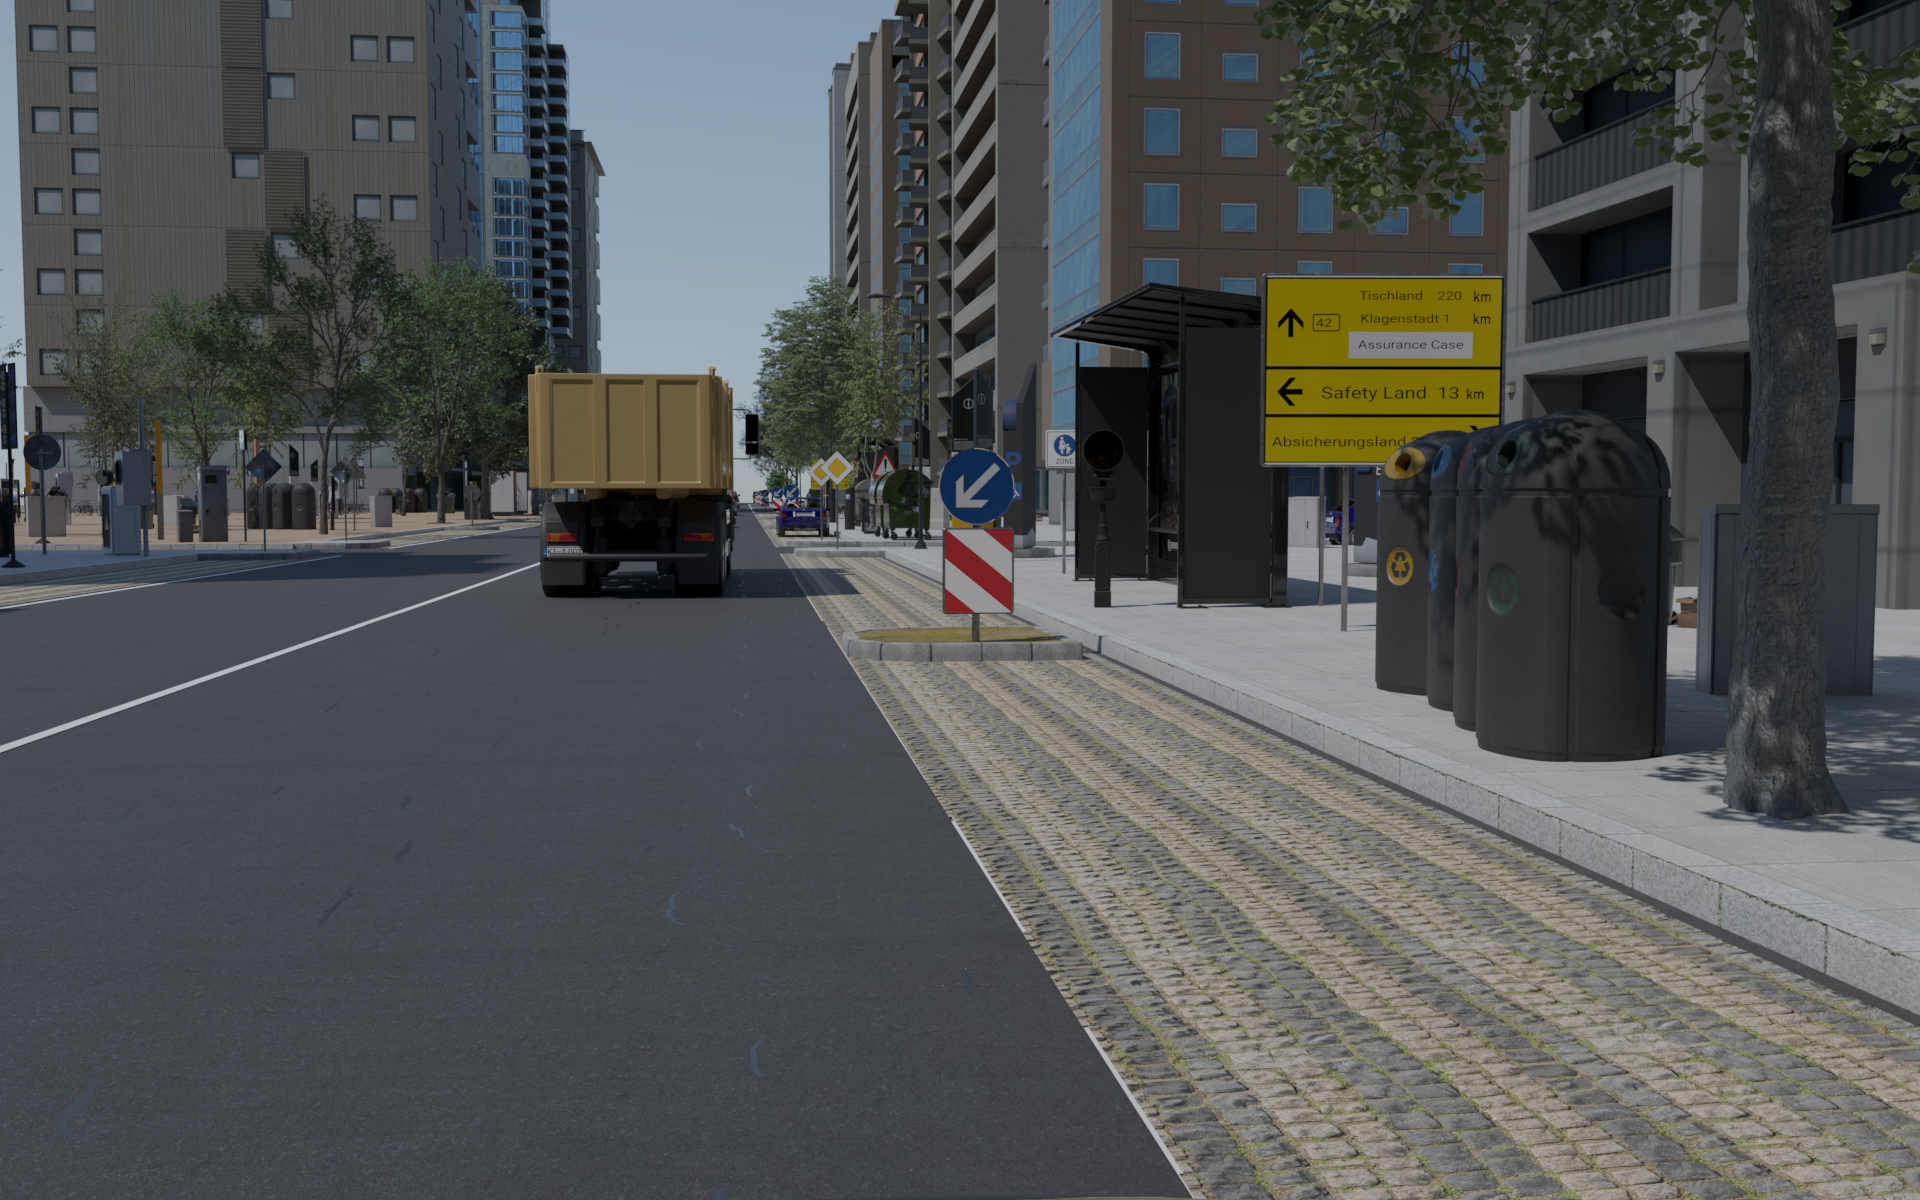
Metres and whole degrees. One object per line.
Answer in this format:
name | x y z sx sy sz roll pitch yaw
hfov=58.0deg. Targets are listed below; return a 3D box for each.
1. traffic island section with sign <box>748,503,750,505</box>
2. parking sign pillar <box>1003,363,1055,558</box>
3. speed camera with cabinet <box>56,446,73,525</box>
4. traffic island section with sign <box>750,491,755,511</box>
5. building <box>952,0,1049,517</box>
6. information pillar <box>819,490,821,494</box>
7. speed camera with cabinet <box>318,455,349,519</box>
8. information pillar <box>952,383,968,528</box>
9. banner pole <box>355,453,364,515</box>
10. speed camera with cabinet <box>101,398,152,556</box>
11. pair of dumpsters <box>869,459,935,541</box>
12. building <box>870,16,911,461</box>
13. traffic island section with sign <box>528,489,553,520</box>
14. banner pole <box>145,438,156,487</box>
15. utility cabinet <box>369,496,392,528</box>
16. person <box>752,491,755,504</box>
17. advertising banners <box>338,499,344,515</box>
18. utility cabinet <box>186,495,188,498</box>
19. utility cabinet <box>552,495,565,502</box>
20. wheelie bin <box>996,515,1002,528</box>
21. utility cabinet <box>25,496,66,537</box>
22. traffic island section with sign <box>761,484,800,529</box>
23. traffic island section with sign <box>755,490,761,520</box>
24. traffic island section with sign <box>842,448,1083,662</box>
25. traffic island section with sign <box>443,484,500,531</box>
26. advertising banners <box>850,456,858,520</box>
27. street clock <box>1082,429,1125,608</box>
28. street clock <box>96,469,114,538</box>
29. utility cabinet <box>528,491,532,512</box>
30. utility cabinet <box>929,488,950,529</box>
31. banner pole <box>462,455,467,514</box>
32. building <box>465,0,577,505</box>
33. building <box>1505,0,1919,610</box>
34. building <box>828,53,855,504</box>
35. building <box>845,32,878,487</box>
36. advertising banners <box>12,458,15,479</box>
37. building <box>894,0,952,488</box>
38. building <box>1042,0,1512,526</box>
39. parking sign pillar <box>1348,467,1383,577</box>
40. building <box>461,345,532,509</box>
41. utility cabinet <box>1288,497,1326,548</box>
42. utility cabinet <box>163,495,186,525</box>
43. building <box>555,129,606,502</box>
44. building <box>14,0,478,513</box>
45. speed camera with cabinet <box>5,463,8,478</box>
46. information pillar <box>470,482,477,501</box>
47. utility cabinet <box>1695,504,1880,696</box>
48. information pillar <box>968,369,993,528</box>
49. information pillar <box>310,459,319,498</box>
traffic island section with sign | -20.057 -10.121 174.102 1.989 1.847 2.006 0 4 -7
parking sign pillar | 1.217 -2.857 35.184 1.447 3.967 1.447 1 4 14
speed camera with cabinet | -37.574 -4.780 72.495 0.660 3.252 2.038 -2 4 -32
traffic island section with sign | -16.681 -8.485 147.358 1.989 1.847 2.006 0 4 -7
building | 11.339 -29.563 107.056 21.300 48.544 21.600 0 4 -7
information pillar | -9.814 -7.041 119.617 0.304 2.012 0.304 3 5 40
speed camera with cabinet | -32.112 -5.773 88.732 2.038 3.252 0.660 3 5 41
information pillar | 0.090 -2.629 34.331 0.504 3.616 0.183 -1 4 -9
banner pole | -36.625 -7.068 105.580 0.863 3.779 0.401 2 4 26
speed camera with cabinet | -17.419 -2.557 36.145 0.660 3.252 2.038 -3 4 -37
pair of dumpsters | -1.668 -2.892 49.779 1.574 2.255 4.437 0 4 -7
building | -0.973 -31.342 162.557 14.600 45.320 14.200 0 4 -7
traffic island section with sign | -22.664 -5.294 95.189 1.989 1.847 2.006 0 4 -7
banner pole | -36.323 -5.372 77.854 0.401 3.779 0.863 3 5 41
utility cabinet | -22.380 -3.411 66.926 0.306 1.237 1.020 1 4 19
person | -28.961 -14.352 243.085 0.705 1.831 1.348 0 4 7
advertising banners | -37.364 -6.625 104.505 0.090 3.025 2.074 0 4 -4
utility cabinet | -44.051 -5.303 97.865 1.020 1.237 0.306 2 4 26
utility cabinet | -27.978 -6.723 121.087 1.020 1.237 0.306 -2 4 -30
wheelie bin | 0.999 -2.929 55.796 0.980 1.594 0.693 0 4 -3
utility cabinet | -27.373 -2.490 51.868 1.020 1.237 0.306 -3 5 -40
traffic island section with sign | -7.008 -3.797 70.709 1.989 1.847 2.006 0 4 -7
traffic island section with sign | -10.377 -5.433 97.454 1.989 1.847 2.006 0 4 -7
traffic island section with sign | -0.053 -0.430 15.654 1.989 1.847 2.006 0 4 -7
traffic island section with sign | -19.287 -3.659 68.445 1.989 1.847 2.006 0 4 -7
advertising banners | -4.651 -5.129 80.053 0.090 3.025 2.074 -2 4 -26
street clock | 1.615 -0.917 19.556 0.471 2.002 0.358 0 4 1
street clock | -25.071 -2.828 50.814 0.471 2.002 0.358 1 4 20
utility cabinet | -29.791 -6.752 119.067 1.173 1.500 0.318 2 4 30
utility cabinet | -0.830 -3.305 62.715 0.318 1.500 1.173 -2 4 -35
banner pole | -31.918 -7.447 111.779 0.401 3.779 0.863 -2 4 -34
building | -60.629 -55.656 222.647 22.319 86.520 31.000 0 4 -7
building | 19.910 -35.751 22.775 20.563 71.187 20.611 0 4 -7
building | -7.544 -42.669 239.630 21.231 58.520 28.212 0 4 -7
building | -0.600 -34.059 180.561 21.300 48.544 21.600 0 4 -7
advertising banners | -46.374 -5.381 84.167 0.090 3.025 2.074 0 4 -4
building | 6.160 -29.797 141.807 22.147 44.769 28.867 0 4 -7
building | 11.261 -25.389 65.227 14.200 45.320 14.600 0 4 -7
parking sign pillar | 6.808 -2.366 27.162 1.447 3.967 1.447 -2 4 -32
building | -55.299 -19.252 159.817 27.650 21.520 28.899 0 4 -7
utility cabinet | 8.272 -1.849 41.392 0.306 1.237 1.020 -2 4 -32
utility cabinet | -32.345 -3.662 71.039 1.020 1.237 0.306 2 4 25
building | -66.819 -40.556 252.323 28.713 52.752 27.495 0 4 -7
building | -51.697 -33.132 130.950 28.713 52.752 27.495 0 4 -7
speed camera with cabinet | -60.709 -7.042 109.480 0.660 3.252 2.038 1 4 22
information pillar | -29.692 -6.191 105.711 0.304 2.012 0.304 -3 4 -37
utility cabinet | 5.307 0.001 11.143 1.020 1.237 0.306 0 4 2
information pillar | 0.429 -2.522 32.587 0.183 3.616 0.504 3 5 42
information pillar | -42.804 -7.557 114.918 0.504 3.616 0.183 -3 5 -39
